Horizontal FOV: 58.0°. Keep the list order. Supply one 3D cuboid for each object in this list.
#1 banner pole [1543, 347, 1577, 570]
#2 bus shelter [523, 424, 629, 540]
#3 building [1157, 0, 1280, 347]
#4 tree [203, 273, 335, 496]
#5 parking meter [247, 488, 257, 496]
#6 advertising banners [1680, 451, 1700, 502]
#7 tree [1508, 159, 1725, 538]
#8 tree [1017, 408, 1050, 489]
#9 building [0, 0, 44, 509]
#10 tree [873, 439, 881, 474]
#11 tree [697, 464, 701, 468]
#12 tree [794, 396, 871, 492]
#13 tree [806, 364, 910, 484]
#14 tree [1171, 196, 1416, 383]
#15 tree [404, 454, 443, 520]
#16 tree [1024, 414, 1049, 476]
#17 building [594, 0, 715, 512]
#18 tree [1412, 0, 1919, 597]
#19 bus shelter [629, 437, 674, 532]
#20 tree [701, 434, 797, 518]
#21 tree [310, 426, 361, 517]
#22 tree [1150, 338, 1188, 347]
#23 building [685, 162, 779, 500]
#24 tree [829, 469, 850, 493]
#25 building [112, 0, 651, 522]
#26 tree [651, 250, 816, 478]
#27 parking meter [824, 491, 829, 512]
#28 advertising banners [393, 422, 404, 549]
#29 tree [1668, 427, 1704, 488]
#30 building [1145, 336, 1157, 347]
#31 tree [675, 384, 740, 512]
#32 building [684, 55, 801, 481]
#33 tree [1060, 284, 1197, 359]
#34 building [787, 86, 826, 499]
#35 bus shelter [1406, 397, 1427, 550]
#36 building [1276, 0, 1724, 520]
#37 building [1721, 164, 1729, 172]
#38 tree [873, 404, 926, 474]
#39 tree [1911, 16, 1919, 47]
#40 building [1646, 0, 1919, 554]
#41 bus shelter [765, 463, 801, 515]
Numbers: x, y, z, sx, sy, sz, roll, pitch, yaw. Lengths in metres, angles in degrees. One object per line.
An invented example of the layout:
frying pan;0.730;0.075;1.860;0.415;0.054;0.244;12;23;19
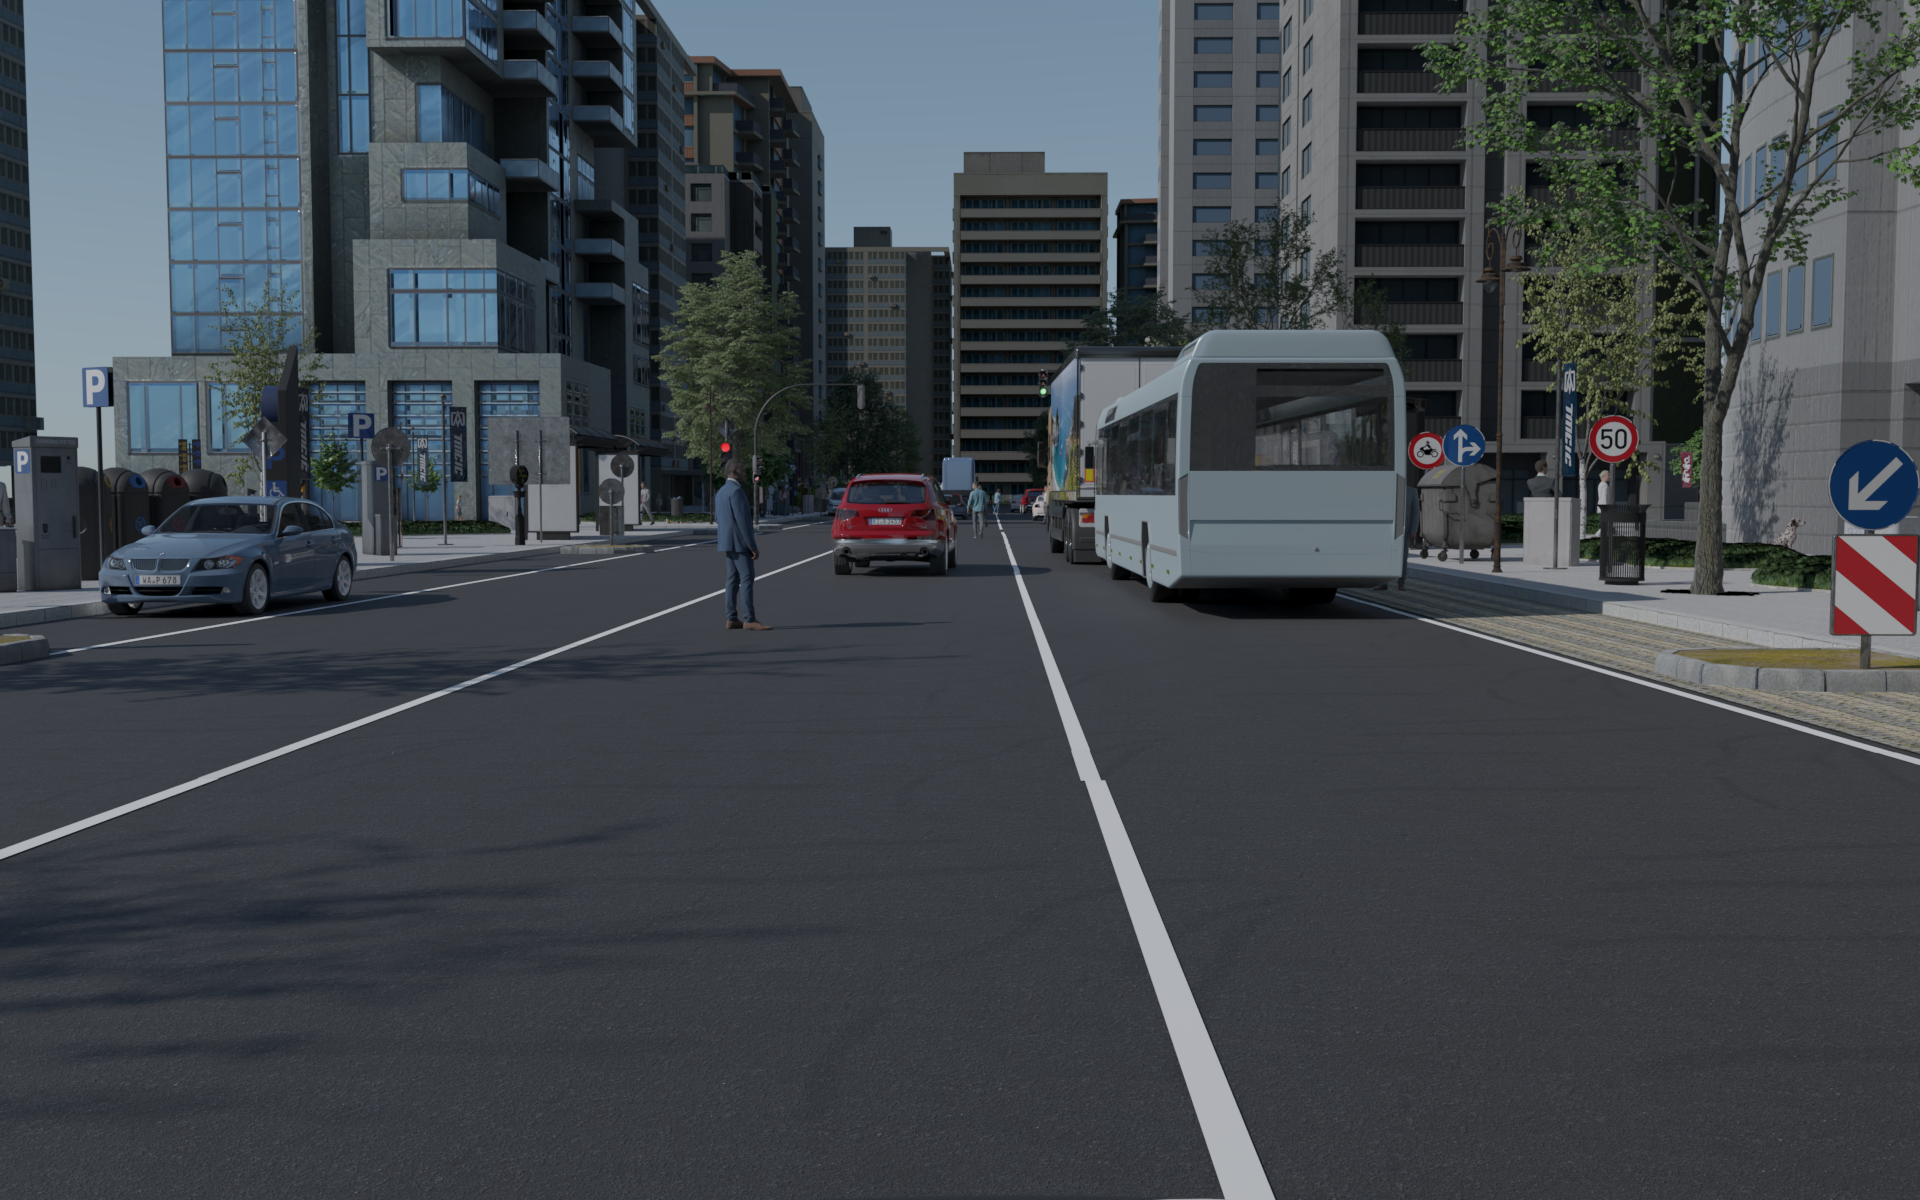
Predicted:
banner pole;10.205;-2.401;29.269;0.401;3.779;0.863;0;4;-7
bus shelter;-11.342;-3.465;50.578;2.014;3.302;5.546;0;4;1
building;29.996;-38.418;170.127;21.231;58.520;28.212;0;4;1
tree;-23.541;-6.617;58.555;4.737;8.622;4.395;0;3;0
parking meter;-29.636;-3.922;72.539;0.372;1.533;0.369;0;3;0
advertising banners;30.283;-4.541;70.441;2.074;3.025;0.090;3;5;44
tree;13.921;-5.367;38.107;4.737;8.622;4.395;0;3;0
tree;12.100;-18.726;223.174;9.611;12.733;9.660;0;3;0
building;-68.060;-24.659;95.057;23.993;40.220;32.217;0;4;1
tree;-9.245;-14.228;182.995;4.737;8.622;4.395;0;3;0
tree;-14.789;-7.652;108.831;4.285;4.588;4.351;0;3;0
tree;-10.022;-10.950;129.389;4.737;8.622;4.395;0;3;0
tree;-9.071;-14.413;152.662;9.611;12.733;9.660;0;3;0
tree;10.025;-7.282;53.470;8.767;10.594;7.601;2;4;27
tree;-23.444;-4.995;76.268;1.663;3.219;1.824;0;3;0
tree;11.169;-15.495;187.748;7.601;10.594;8.767;2;4;32
building;-33.783;-26.773;129.620;32.217;40.220;23.993;0;4;1
tree;9.747;-5.874;21.789;9.928;11.665;9.643;0;3;0
bus shelter;-11.693;-4.150;61.782;2.014;3.302;5.546;0;4;1
tree;-10.476;-6.608;91.747;4.285;4.588;4.351;0;3;0
tree;-17.719;-3.347;49.319;1.663;3.219;1.824;0;3;0
tree;9.811;-7.952;80.384;4.737;8.622;4.395;0;3;0
building;-24.053;-23.426;154.714;14.160;30.474;14.107;0;4;1
tree;-9.603;-8.546;134.323;1.663;3.219;1.824;0;3;0
building;-29.172;-47.708;92.695;22.319;86.520;31.000;0;4;1
tree;-10.446;-9.931;80.499;7.486;12.596;7.792;0;3;0
parking meter;-9.735;-7.206;126.221;0.372;1.533;0.369;0;3;0
advertising banners;-13.443;-2.772;41.513;0.090;3.025;2.074;-1;4;-12
tree;33.185;-5.667;76.370;4.285;4.588;4.351;0;3;0
building;34.542;-21.691;199.687;27.650;21.520;28.899;0;4;1
tree;-16.833;-10.050;114.675;4.737;8.622;4.395;0;3;0
building;-28.098;-31.907;176.306;22.147;44.769;28.867;0;4;1
tree;10.693;-12.086;104.255;9.857;13.997;8.962;0;3;0
building;-27.321;-35.461;203.496;21.600;48.544;21.300;0;4;1
bus shelter;9.979;-3.157;42.903;1.731;3.624;6.357;0;4;1
building;28.319;-39.771;88.513;20.611;71.187;20.563;0;4;1
building;69.095;-30.908;197.232;23.993;40.220;32.217;0;4;1
tree;-7.776;-18.386;218.733;7.486;12.596;7.792;0;3;0
tree;8.704;-5.505;7.007;9.611;12.733;9.660;0;3;0
building;28.512;-30.188;35.581;21.231;58.520;28.212;0;4;1
bus shelter;-11.373;-7.118;110.302;2.014;3.302;5.546;0;4;1
